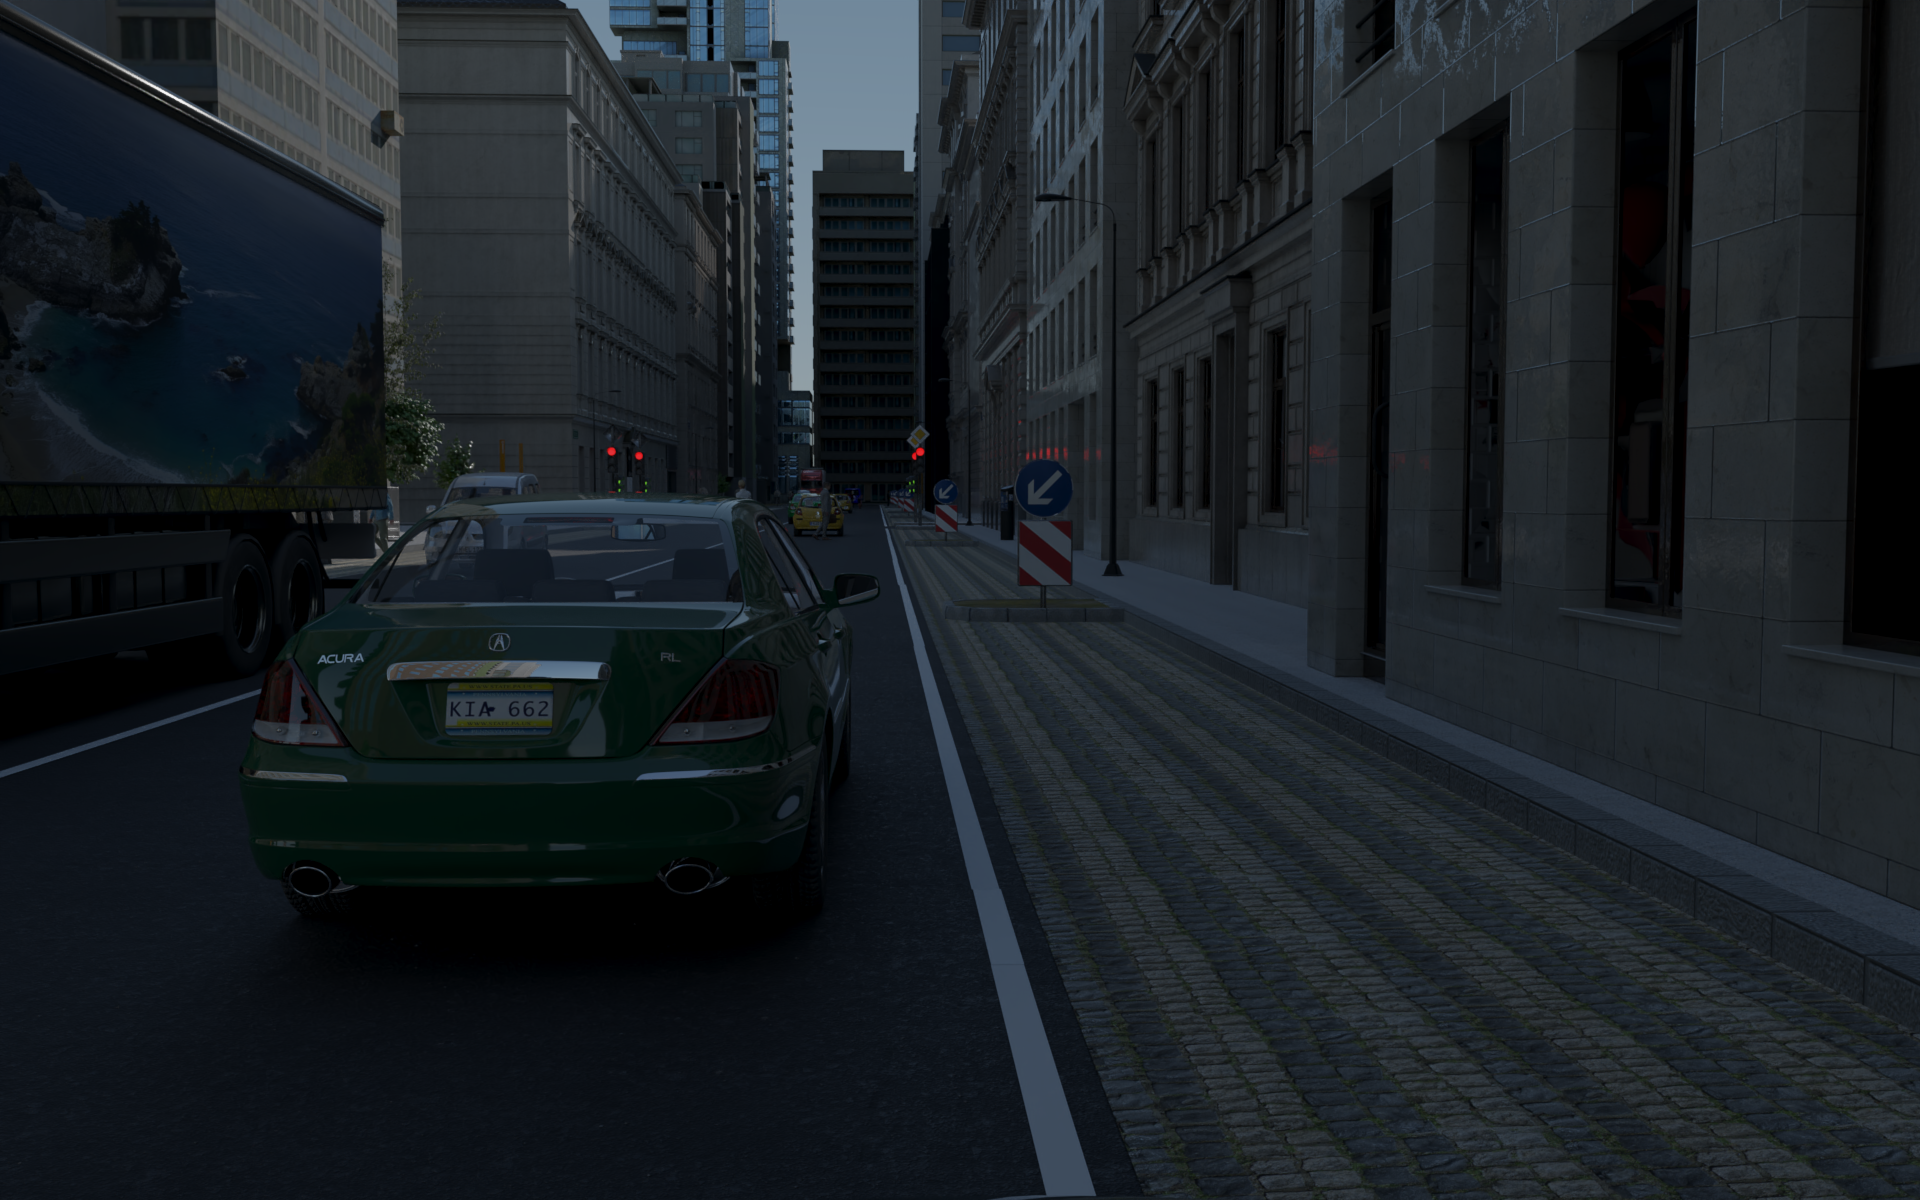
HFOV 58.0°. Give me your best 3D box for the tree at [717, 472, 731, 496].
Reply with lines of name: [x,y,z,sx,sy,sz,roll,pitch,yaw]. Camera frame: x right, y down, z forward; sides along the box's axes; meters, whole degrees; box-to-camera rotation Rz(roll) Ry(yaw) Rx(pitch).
tree: [-20.913,-9.530,150.419,1.663,3.219,1.824,0,3,0]

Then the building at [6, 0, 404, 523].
building: [-30.356,-22.007,51.704,23.993,40.220,32.217,0,4,-3]

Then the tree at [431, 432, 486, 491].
tree: [-15.588,-3.638,54.091,1.663,3.219,1.824,0,3,0]

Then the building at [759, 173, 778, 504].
building: [-30.481,-32.884,221.242,14.086,41.232,14.154,0,4,-3]

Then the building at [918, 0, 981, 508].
building: [6.441,-38.395,169.760,21.231,58.520,28.212,0,4,-3]

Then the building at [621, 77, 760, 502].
building: [-27.952,-29.910,172.631,14.154,41.232,14.086,0,4,-3]

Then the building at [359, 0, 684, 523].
building: [-26.243,-19.652,97.728,17.030,29.872,44.131,0,4,-3]

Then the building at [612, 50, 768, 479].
building: [-34.145,-35.157,194.418,23.786,49.044,30.456,0,4,-3]

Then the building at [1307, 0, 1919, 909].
building: [8.173,-9.138,4.164,10.420,20.320,16.860,0,4,-3]

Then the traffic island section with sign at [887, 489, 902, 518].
traffic island section with sign: [-3.148,-5.749,102.621,1.989,1.847,2.006,0,4,-3]

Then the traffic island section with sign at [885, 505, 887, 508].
traffic island section with sign: [-4.447,-7.406,129.721,1.989,1.847,2.006,0,4,-3]

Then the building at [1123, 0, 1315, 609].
building: [8.343,-9.715,23.460,10.561,19.102,19.286,0,4,-3]

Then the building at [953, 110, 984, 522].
building: [10.459,-15.181,84.374,21.152,22.565,11.583,0,4,-3]

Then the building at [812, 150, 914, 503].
building: [-10.007,-38.105,246.717,21.600,48.544,21.300,0,4,-3]

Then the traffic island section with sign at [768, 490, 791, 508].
traffic island section with sign: [-18.855,-10.437,179.264,1.989,1.847,2.006,0,4,-3]

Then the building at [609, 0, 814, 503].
building: [-36.572,-57.000,244.613,31.000,86.520,22.319,0,4,-3]

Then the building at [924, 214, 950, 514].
building: [3.892,-17.829,121.190,12.332,23.373,15.834,0,4,-3]

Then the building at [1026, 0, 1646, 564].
building: [7.506,-11.418,41.443,10.420,20.320,16.860,0,4,-3]

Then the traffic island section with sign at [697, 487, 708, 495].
traffic island section with sign: [-15.166,-5.728,102.278,1.989,1.847,2.006,0,4,-3]

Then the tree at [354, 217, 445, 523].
tree: [-14.784,-5.624,42.317,4.360,8.622,3.978,0,3,0]

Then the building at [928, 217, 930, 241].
building: [4.706,-21.623,140.920,14.401,28.519,23.554,0,4,-3]

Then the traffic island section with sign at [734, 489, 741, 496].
traffic island section with sign: [-16.467,-7.380,129.283,1.989,1.847,2.006,0,4,-3]

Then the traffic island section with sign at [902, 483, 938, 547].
traffic island section with sign: [-0.520,-2.394,47.764,1.989,1.847,2.006,0,4,-3]

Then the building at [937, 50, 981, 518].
building: [5.978,-19.209,101.452,14.401,28.519,23.554,0,4,-3]

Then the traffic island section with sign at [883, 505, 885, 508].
traffic island section with sign: [-6.839,-10.463,179.689,1.989,1.847,2.006,0,4,-3]

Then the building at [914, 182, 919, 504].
building: [1.091,-32.935,222.089,14.154,41.232,14.086,0,4,-3]

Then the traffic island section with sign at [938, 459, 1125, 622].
traffic island section with sign: [0.802,-0.706,20.170,1.989,1.847,2.006,0,4,-3]

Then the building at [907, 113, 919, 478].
building: [5.900,-35.462,199.404,23.786,49.044,30.456,0,4,-3]

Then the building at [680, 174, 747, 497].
building: [-27.289,-23.682,158.904,14.160,30.474,14.107,0,4,-3]

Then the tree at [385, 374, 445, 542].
tree: [-15.710,-3.871,47.008,4.285,4.588,4.351,0,3,0]

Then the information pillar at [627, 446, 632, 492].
information pillar: [-16.292,-5.751,85.386,0.183,3.616,0.504,1,4,11]

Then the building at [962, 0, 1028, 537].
building: [6.063,-14.139,60.058,11.050,23.489,19.941,0,4,-3]

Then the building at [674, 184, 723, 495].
building: [-25.411,-20.531,132.937,12.463,27.353,25.104,0,4,-3]
